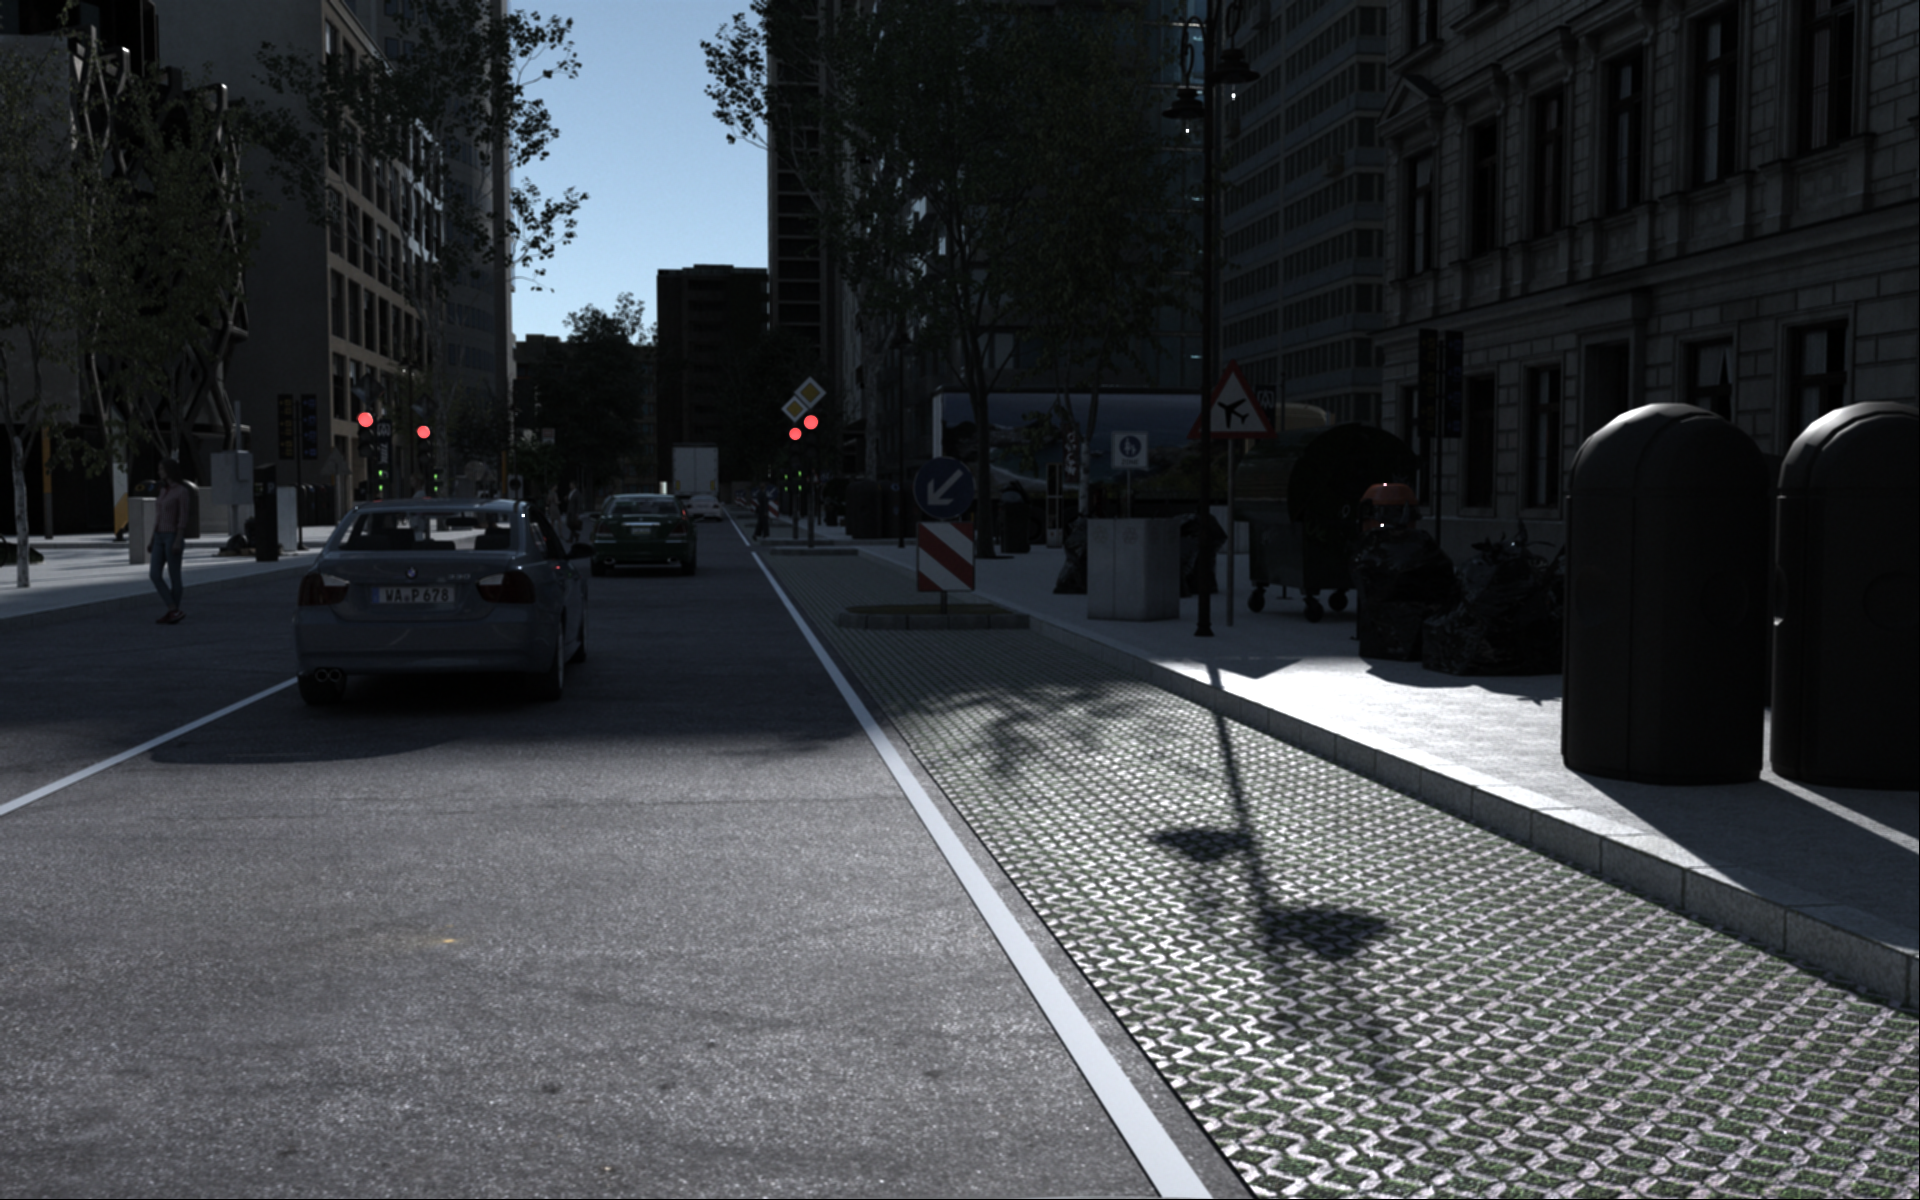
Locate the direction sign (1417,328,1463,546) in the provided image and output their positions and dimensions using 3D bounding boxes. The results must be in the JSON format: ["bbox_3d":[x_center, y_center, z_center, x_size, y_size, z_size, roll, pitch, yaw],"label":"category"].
[{"bbox_3d":[6.637,-1.956,23.985,0.876,3.537,0.379,-2,4,-34],"label":"direction sign"}]

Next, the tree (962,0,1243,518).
[{"bbox_3d":[1.879,-4.557,24.866,4.737,8.622,4.395,0,3,0],"label":"tree"}]

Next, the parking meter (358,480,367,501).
[{"bbox_3d":[-25.100,-4.111,72.933,0.399,1.863,0.255,0,4,2],"label":"parking meter"}]

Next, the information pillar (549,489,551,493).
[{"bbox_3d":[-27.413,-7.630,116.105,0.504,3.616,0.183,1,4,17],"label":"information pillar"}]

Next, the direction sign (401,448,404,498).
[{"bbox_3d":[-27.469,-5.708,85.325,0.379,3.537,0.876,-1,4,-12],"label":"direction sign"}]

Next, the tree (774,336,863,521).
[{"bbox_3d":[-6.784,-7.961,80.530,4.360,8.622,3.978,0,3,0],"label":"tree"}]

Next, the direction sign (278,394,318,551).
[{"bbox_3d":[-15.013,-2.895,39.333,0.876,3.537,0.379,0,4,0],"label":"direction sign"}]

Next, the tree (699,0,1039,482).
[{"bbox_3d":[-1.612,-12.477,59.888,12.611,20.169,13.585,0,3,0],"label":"tree"}]

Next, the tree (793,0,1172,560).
[{"bbox_3d":[0.338,-6.634,34.226,9.928,11.665,9.643,0,3,0],"label":"tree"}]

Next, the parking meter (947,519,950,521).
[{"bbox_3d":[-0.526,-3.182,60.433,0.372,1.533,0.369,0,3,0],"label":"parking meter"}]

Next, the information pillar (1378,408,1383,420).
[{"bbox_3d":[10.538,-3.175,43.258,0.183,3.616,0.504,-1,4,-15],"label":"information pillar"}]

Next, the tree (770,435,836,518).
[{"bbox_3d":[-8.403,-6.599,91.614,4.285,4.588,4.351,0,3,0],"label":"tree"}]

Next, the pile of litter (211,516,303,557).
[{"bbox_3d":[-14.594,-1.348,36.003,1.719,0.858,1.176,-1,4,-9],"label":"pile of litter"}]

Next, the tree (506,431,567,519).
[{"bbox_3d":[-22.178,-6.514,90.210,4.285,4.588,4.351,0,3,0],"label":"tree"}]

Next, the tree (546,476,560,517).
[{"bbox_3d":[-23.021,-6.232,96.492,1.663,3.219,1.824,0,3,0],"label":"tree"}]

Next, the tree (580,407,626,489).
[{"bbox_3d":[-29.722,-11.955,145.829,4.360,8.622,3.978,0,3,0],"label":"tree"}]

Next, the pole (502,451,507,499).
[{"bbox_3d":[-21.533,-5.386,81.898,0.158,3.312,0.155,0,3,0],"label":"pole"}]

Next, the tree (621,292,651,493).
[{"bbox_3d":[-30.285,-18.631,160.501,12.611,20.169,13.585,0,3,0],"label":"tree"}]

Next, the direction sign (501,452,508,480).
[{"bbox_3d":[-24.789,-6.262,94.382,0.379,3.537,0.876,0,4,6],"label":"direction sign"}]

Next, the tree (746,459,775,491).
[{"bbox_3d":[-21.673,-14.463,186.828,4.737,8.622,4.395,0,3,0],"label":"tree"}]

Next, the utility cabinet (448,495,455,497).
[{"bbox_3d":[-33.313,-6.260,113.507,1.020,1.237,0.306,0,4,6],"label":"utility cabinet"}]

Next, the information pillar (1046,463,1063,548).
[{"bbox_3d":[2.242,-2.235,41.036,0.304,2.012,0.304,2,4,27],"label":"information pillar"}]

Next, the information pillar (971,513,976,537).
[{"bbox_3d":[0.367,-3.679,51.506,0.183,3.616,0.504,0,4,0],"label":"information pillar"}]

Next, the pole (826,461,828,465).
[{"bbox_3d":[-8.278,-6.948,107.442,0.158,3.312,0.155,0,3,0],"label":"pole"}]

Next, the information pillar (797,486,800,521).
[{"bbox_3d":[-7.924,-4.865,84.038,0.304,2.012,0.304,0,4,-7],"label":"information pillar"}]

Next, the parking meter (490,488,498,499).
[{"bbox_3d":[-20.584,-4.160,76.431,0.372,1.533,0.369,0,3,0],"label":"parking meter"}]

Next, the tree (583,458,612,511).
[{"bbox_3d":[-28.097,-9.105,132.578,4.285,4.588,4.351,0,3,0],"label":"tree"}]

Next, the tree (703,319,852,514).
[{"bbox_3d":[-11.744,-12.040,113.862,9.611,12.733,9.660,0,3,0],"label":"tree"}]

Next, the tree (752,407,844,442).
[{"bbox_3d":[-12.757,-11.967,130.076,7.601,10.594,8.767,1,4,20],"label":"tree"}]

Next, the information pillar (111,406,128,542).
[{"bbox_3d":[-22.427,-3.356,46.225,0.504,3.616,0.183,2,4,29],"label":"information pillar"}]

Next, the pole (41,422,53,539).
[{"bbox_3d":[-25.879,-3.379,49.092,0.158,3.312,0.155,0,3,0],"label":"pole"}]

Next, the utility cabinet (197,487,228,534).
[{"bbox_3d":[-23.900,-2.853,55.317,1.173,1.500,0.318,-2,4,-26],"label":"utility cabinet"}]

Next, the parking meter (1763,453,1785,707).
[{"bbox_3d":[5.003,-0.128,10.502,0.372,1.533,0.369,0,3,0],"label":"parking meter"}]

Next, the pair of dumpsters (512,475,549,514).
[{"bbox_3d":[-21.117,-5.039,84.878,1.574,2.255,4.437,0,4,-8],"label":"pair of dumpsters"}]

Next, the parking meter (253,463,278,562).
[{"bbox_3d":[-13.200,-1.664,32.923,0.255,1.863,0.399,1,4,18],"label":"parking meter"}]

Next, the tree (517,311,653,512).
[{"bbox_3d":[-26.303,-13.198,122.434,9.857,13.997,8.962,0,3,0],"label":"tree"}]

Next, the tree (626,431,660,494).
[{"bbox_3d":[-36.397,-15.124,197.635,4.737,8.622,4.395,0,3,0],"label":"tree"}]

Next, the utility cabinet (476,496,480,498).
[{"bbox_3d":[-20.551,-3.809,73.446,0.306,1.237,1.020,-2,4,-25],"label":"utility cabinet"}]

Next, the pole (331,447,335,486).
[{"bbox_3d":[-27.011,-4.946,74.708,0.158,3.312,0.155,0,3,0],"label":"pole"}]

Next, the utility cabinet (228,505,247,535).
[{"bbox_3d":[-22.299,-2.625,54.074,1.020,1.237,0.306,-2,4,-27],"label":"utility cabinet"}]

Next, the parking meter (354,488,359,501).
[{"bbox_3d":[-26.268,-4.115,75.685,0.372,1.533,0.369,0,3,0],"label":"parking meter"}]

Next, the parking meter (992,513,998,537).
[{"bbox_3d":[0.978,-2.800,51.495,0.399,1.863,0.255,0,4,1],"label":"parking meter"}]

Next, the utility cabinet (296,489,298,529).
[{"bbox_3d":[-24.042,-3.274,62.210,0.318,1.500,1.173,-2,4,-29],"label":"utility cabinet"}]
